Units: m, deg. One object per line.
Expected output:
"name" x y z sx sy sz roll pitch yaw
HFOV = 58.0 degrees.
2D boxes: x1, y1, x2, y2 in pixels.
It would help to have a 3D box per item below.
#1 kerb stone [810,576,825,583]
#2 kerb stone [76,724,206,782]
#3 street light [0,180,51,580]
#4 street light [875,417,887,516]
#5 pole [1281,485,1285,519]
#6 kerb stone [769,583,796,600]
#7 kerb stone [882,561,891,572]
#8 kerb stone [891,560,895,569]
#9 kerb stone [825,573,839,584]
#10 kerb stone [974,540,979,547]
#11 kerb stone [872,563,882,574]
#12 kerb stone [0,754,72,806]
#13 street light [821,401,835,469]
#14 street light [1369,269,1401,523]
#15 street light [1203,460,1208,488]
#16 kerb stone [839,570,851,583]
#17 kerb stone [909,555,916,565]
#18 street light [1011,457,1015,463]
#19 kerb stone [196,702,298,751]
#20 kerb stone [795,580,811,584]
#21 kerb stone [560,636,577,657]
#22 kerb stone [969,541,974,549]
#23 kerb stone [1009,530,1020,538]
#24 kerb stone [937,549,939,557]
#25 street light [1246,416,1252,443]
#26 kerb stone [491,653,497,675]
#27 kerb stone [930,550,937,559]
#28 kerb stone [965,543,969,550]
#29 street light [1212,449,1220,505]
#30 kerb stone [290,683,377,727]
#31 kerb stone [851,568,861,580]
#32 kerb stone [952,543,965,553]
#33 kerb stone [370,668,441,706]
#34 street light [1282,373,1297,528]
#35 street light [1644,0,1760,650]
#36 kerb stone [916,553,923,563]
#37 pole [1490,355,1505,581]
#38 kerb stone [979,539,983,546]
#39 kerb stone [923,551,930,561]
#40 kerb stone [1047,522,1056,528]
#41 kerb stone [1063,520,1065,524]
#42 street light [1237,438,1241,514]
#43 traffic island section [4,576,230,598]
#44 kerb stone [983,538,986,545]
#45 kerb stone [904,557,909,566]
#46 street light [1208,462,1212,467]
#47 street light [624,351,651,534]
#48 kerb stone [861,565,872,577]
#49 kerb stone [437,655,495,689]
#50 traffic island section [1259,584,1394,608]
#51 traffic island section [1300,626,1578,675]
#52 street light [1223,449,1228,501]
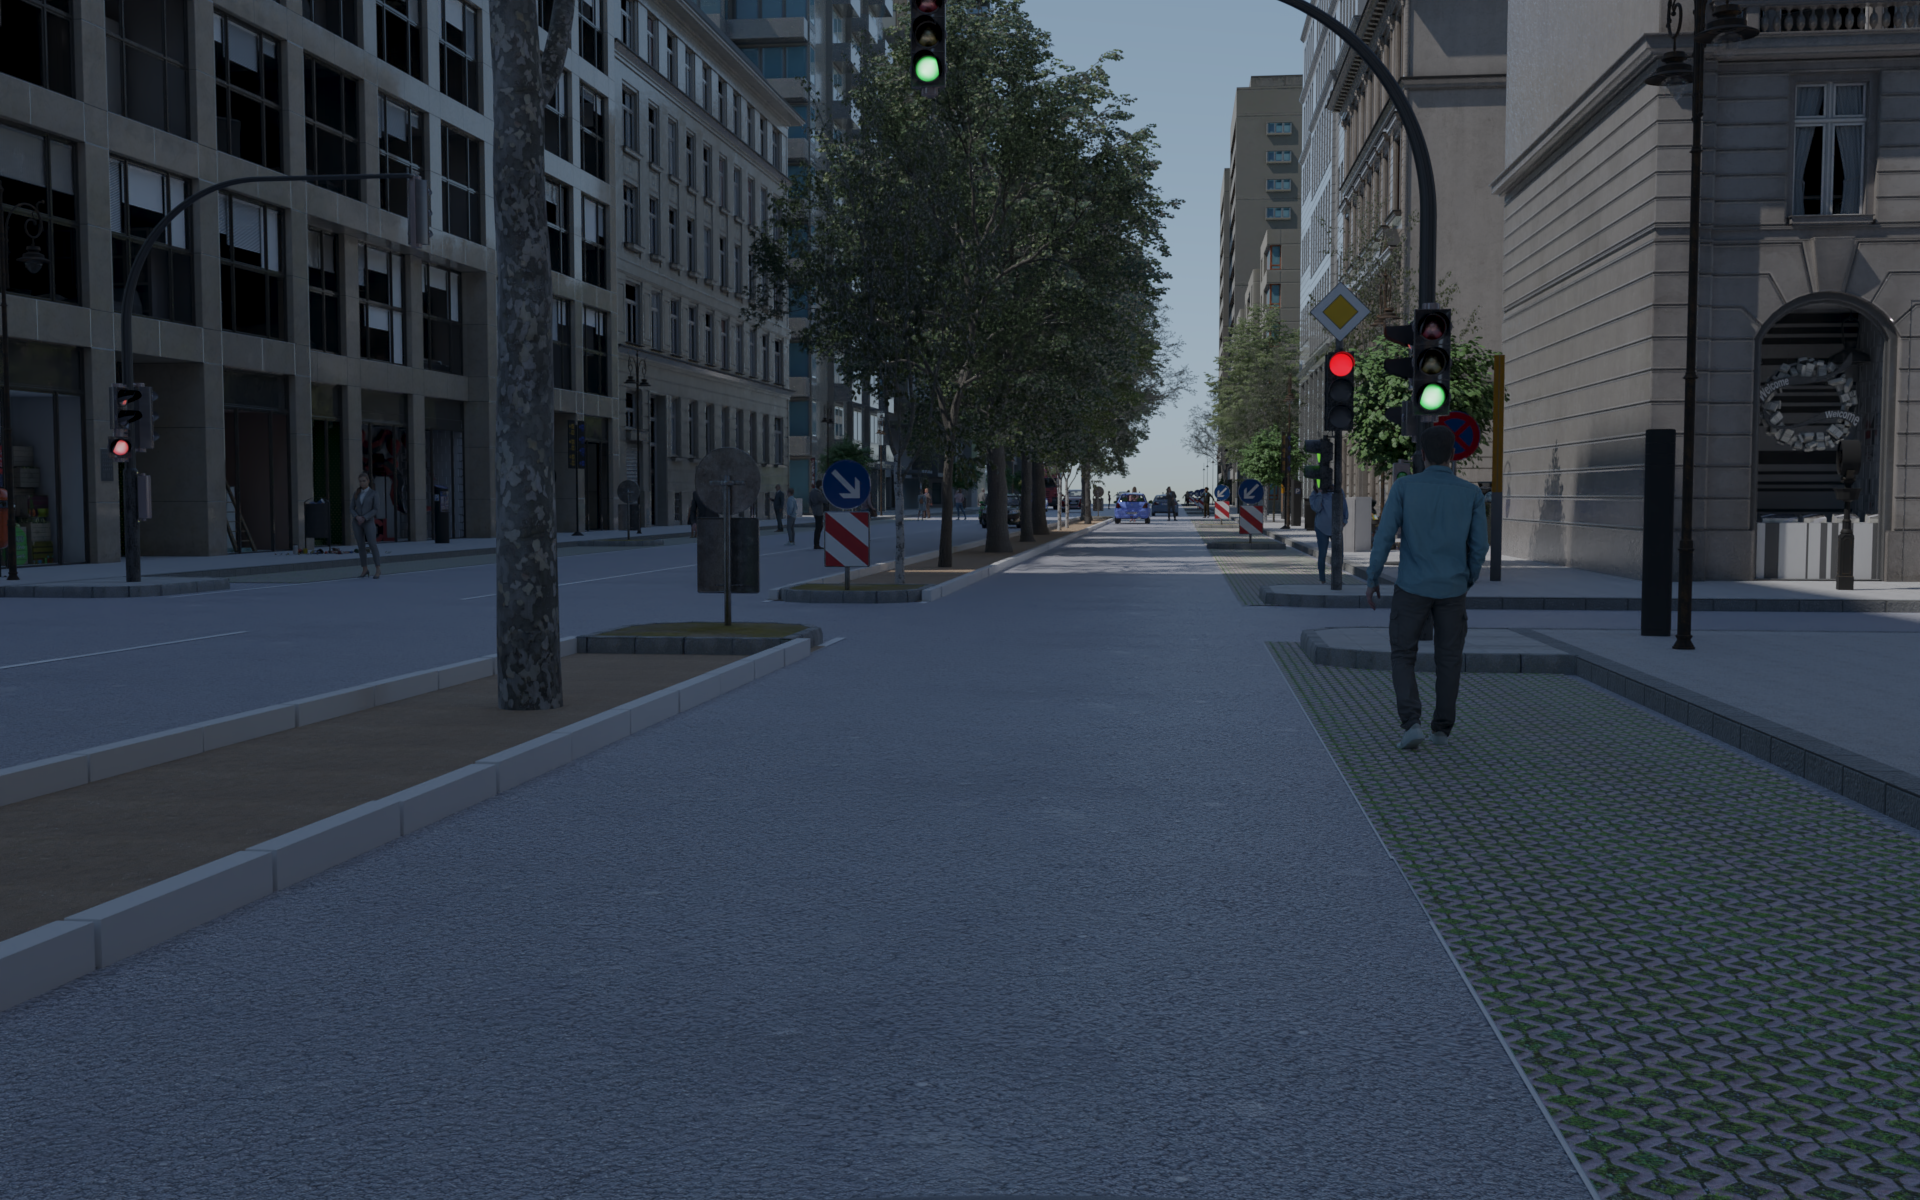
"kerb stone" -2.213 -0.224 25.858 0.120 0.150 1.000 0 4 7
"kerb stone" -4.291 0.804 9.051 0.120 0.150 1.000 0 4 7
"street light" -14.135 -3.235 25.678 0.468 5.910 1.993 0 4 7
"street light" -4.638 -7.899 101.936 0.468 5.910 1.993 0 4 7
"pole" 16.551 -5.798 88.636 0.158 3.312 0.155 0 3 0
"kerb stone" -2.456 -0.094 23.818 0.120 0.150 1.000 0 4 7
"kerb stone" -1.460 -0.597 31.961 0.120 0.150 1.000 0 4 7
"kerb stone" -1.332 -0.659 32.982 0.120 0.150 1.000 0 4 7
"kerb stone" -2.076 -0.286 26.873 0.120 0.150 1.000 0 4 7
"kerb stone" 0.315 -1.465 46.209 0.120 0.150 1.000 0 4 7
"kerb stone" -1.584 -0.534 30.946 0.120 0.150 1.000 0 4 7
"kerb stone" -4.412 0.866 8.031 0.120 0.150 1.000 0 4 7
"street light" -6.547 -6.918 85.899 0.468 5.910 1.993 0 4 7
"street light" 8.737 -3.849 35.719 0.468 5.910 1.993 0 4 7
"street light" 32.243 -15.479 225.867 0.468 5.910 1.993 0 4 7
"kerb stone" -1.956 -0.348 27.890 0.120 0.150 1.000 0 4 7
"kerb stone" -1.074 -0.784 35.026 0.120 0.150 1.000 0 4 7
"street light" 5.673 -12.988 185.144 0.468 5.910 1.993 0 4 7
"kerb stone" -4.174 0.744 10.068 0.120 0.150 1.000 0 4 7
"kerb stone" -2.335 -0.162 24.838 0.120 0.150 1.000 0 4 7
"kerb stone" -3.528 0.433 15.157 0.120 0.150 1.000 0 4 7
"kerb stone" 0.190 -1.403 45.190 0.120 0.150 1.000 0 4 7
"kerb stone" 1.831 -2.217 58.438 0.120 0.150 1.000 0 4 7
"kerb stone" -0.575 -1.033 39.094 0.120 0.150 1.000 0 4 7
"street light" 15.999 -7.500 95.420 0.468 5.910 1.993 0 4 7
"kerb stone" -3.661 0.495 14.143 0.120 0.150 1.000 0 4 7
"kerb stone" -0.693 -0.971 38.078 0.120 0.150 1.000 0 4 7
"kerb stone" 0.056 -1.340 44.177 0.120 0.150 1.000 0 4 7
"street light" 25.717 -12.247 173.033 0.468 5.910 1.993 0 4 7
"kerb stone" -4.036 0.680 11.081 0.120 0.150 1.000 0 4 7
"kerb stone" -1.838 -0.410 28.905 0.120 0.150 1.000 0 4 7
"kerb stone" -0.066 -1.279 43.152 0.120 0.150 1.000 0 4 7
"kerb stone" -3.915 0.618 12.098 0.120 0.150 1.000 0 4 7
"street light" 12.427 -5.664 65.402 0.468 5.910 1.993 0 4 7
"street light" 5.993 -2.531 14.165 0.468 5.910 1.993 0 4 7
"kerb stone" -0.948 -0.843 36.040 0.120 0.150 1.000 0 4 7
"pole" 7.909 -1.935 25.478 0.158 3.312 0.155 0 3 0
"kerb stone" 0.438 -1.525 47.223 0.120 0.150 1.000 0 4 7
"kerb stone" -0.820 -0.909 37.064 0.120 0.150 1.000 0 4 7
"kerb stone" 3.975 -3.272 75.718 0.120 0.150 1.000 0 4 7
"kerb stone" 4.728 -3.642 81.818 0.120 0.150 1.000 0 4 7
"street light" 18.255 -8.603 113.441 0.468 5.910 1.993 0 4 7
"traffic island section" -12.099 -0.186 25.315 2.009 0.180 2.903 0 4 7
"kerb stone" 0.567 -1.593 48.242 0.120 0.150 1.000 0 4 7
"kerb stone" -1.197 -0.718 34.007 0.120 0.150 1.000 0 4 7
"street light" 28.567 -13.630 195.645 0.468 5.910 1.993 0 4 7
"street light" -10.391 -5.085 55.921 0.468 5.910 1.993 0 4 7
"kerb stone" -1.709 -0.473 29.925 0.120 0.150 1.000 0 4 7
"kerb stone" -3.792 0.560 13.117 0.120 0.150 1.000 0 4 7
"traffic island section" 5.061 -0.056 23.191 2.009 0.180 2.903 0 4 7
"traffic island section" 4.079 0.429 15.266 2.009 0.180 2.903 0 4 7
"street light" 22.025 -10.432 143.350 0.468 5.910 1.993 0 4 7
